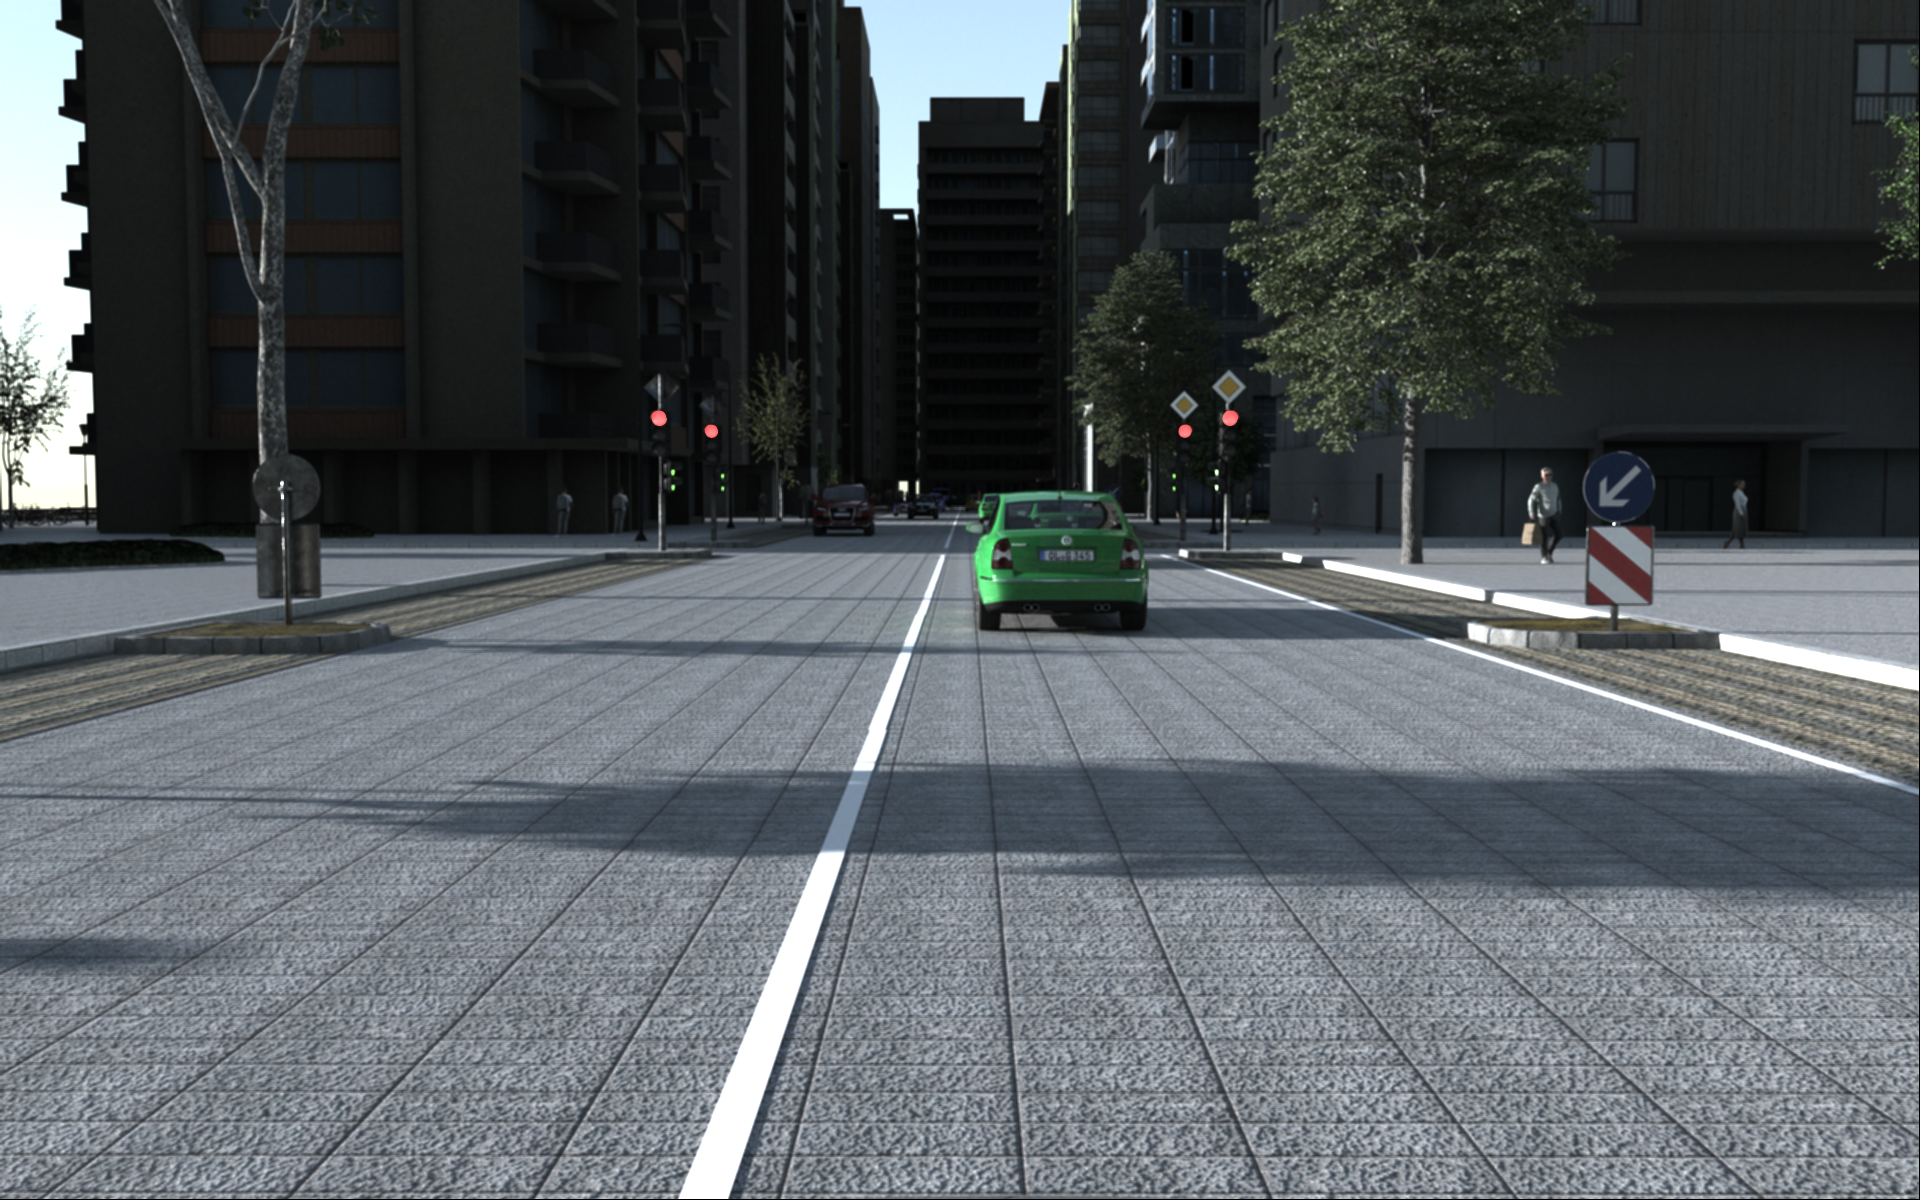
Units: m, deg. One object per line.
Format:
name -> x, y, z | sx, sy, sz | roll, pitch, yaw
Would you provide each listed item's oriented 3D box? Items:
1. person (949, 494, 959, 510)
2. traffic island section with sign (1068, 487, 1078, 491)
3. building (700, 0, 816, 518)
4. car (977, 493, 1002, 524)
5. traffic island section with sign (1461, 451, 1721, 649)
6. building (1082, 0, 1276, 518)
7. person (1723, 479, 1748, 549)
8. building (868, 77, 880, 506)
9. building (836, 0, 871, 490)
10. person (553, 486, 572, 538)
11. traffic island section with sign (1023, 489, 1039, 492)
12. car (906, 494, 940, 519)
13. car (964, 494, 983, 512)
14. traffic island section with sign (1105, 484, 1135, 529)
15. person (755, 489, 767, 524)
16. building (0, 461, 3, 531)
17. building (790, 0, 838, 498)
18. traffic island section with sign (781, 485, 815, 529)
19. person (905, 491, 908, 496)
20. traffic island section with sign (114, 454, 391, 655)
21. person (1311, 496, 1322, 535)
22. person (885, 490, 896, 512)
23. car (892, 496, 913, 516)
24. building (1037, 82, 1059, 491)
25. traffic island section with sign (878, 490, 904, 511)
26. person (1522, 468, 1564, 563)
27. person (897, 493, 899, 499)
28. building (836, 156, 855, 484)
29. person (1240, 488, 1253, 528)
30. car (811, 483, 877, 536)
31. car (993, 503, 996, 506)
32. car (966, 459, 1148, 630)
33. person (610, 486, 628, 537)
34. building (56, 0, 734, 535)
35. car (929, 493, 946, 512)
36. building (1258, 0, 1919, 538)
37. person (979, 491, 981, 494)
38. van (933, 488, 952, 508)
person -> -0.552, -8.668, 153.408 | 0.628, 1.438, 0.799 | 3, 4, 37
traffic island section with sign -> 6.291, -5.515, 98.794 | 1.989, 1.847, 2.006 | 0, 4, 0
building -> -15.764, -19.997, 98.652 | 14.160, 30.474, 14.107 | 0, 4, 0
car -> 1.787, -4.572, 83.544 | 1.959, 1.807, 4.718 | 0, 4, 0
traffic island section with sign -> 6.009, -0.503, 16.848 | 1.989, 1.847, 2.006 | 0, 4, 0
building -> 19.740, -48.457, 104.940 | 22.319, 86.520, 31.000 | 0, 4, 0
person -> 19.378, -2.109, 43.200 | 0.478, 1.798, 0.641 | -3, 4, -37
building -> -19.701, -34.481, 187.465 | 21.600, 48.544, 21.300 | 0, 4, 0
building -> -15.422, -31.064, 158.009 | 14.600, 45.320, 14.200 | 0, 4, 0
person -> -11.661, -2.581, 50.834 | 0.523, 1.515, 0.503 | 3, 5, 39
traffic island section with sign -> 6.460, -8.587, 149.027 | 1.989, 1.847, 2.006 | 0, 4, 0
car -> -2.129, -5.546, 100.461 | 2.009, 1.686, 4.222 | 0, 4, 1
car -> 1.302, -7.994, 140.933 | 2.015, 1.641, 3.980 | 0, 4, -1
traffic island section with sign -> 6.197, -3.866, 71.839 | 1.989, 1.847, 2.006 | 0, 4, 0
person -> -8.552, -4.029, 74.516 | 0.523, 1.515, 0.503 | 0, 4, 1
building -> -40.144, -22.543, 52.169 | 14.086, 41.232, 14.154 | 0, 4, 0
building -> -16.657, -27.251, 129.144 | 14.154, 41.232, 14.086 | 0, 4, 0
traffic island section with sign -> -6.329, -3.869, 71.891 | 1.989, 1.847, 2.006 | 0, 4, 0
person -> -5.935, -11.422, 195.975 | 0.721, 1.736, 1.217 | 0, 4, 7
traffic island section with sign -> -6.516, -0.469, 16.301 | 1.989, 1.847, 2.006 | 0, 4, 0
person -> 11.215, -2.648, 54.352 | 0.382, 1.210, 0.505 | 0, 4, 7
person -> -5.436, -7.695, 134.873 | 0.990, 1.755, 0.434 | -2, 4, -29
car -> -3.433, -6.103, 112.364 | 1.945, 1.354, 3.894 | 0, 4, -1
building -> 19.492, -32.313, 182.934 | 22.147, 44.769, 28.867 | 0, 4, 0
traffic island section with sign -> -6.067, -8.633, 149.782 | 1.989, 1.847, 2.006 | 0, 4, 0
person -> 10.804, -1.567, 32.149 | 0.782, 1.767, 0.515 | -1, 4, -20
person -> -6.692, -11.041, 189.573 | 0.434, 1.755, 0.990 | 0, 4, -5
building -> -16.268, -22.763, 143.879 | 14.160, 30.474, 14.107 | 0, 4, 0
person -> 10.974, -3.510, 66.020 | 0.523, 1.515, 0.503 | -3, 5, -42
car -> -4.030, -3.174, 60.569 | 2.281, 1.827, 5.304 | 0, 4, -2
car -> 2.546, -4.042, 78.445 | 2.083, 1.381, 4.827 | 0, 4, -1
car -> 1.056, -0.660, 19.580 | 1.959, 1.807, 4.718 | 0, 4, 0
person -> -10.299, -2.668, 52.268 | 0.503, 1.515, 0.523 | -3, 5, -42
building -> -20.876, -25.192, 66.515 | 22.147, 44.769, 28.867 | 0, 4, 0
car -> -2.077, -8.065, 141.451 | 1.945, 1.707, 3.694 | 0, 4, 0
building -> 25.787, -28.823, 60.496 | 27.495, 52.752, 28.713 | 0, 4, 0
person -> 1.837, -9.590, 166.006 | 1.217, 1.735, 0.721 | 2, 4, 27
van -> -1.994, -10.965, 183.664 | 2.240, 2.365, 5.245 | 0, 4, -1
